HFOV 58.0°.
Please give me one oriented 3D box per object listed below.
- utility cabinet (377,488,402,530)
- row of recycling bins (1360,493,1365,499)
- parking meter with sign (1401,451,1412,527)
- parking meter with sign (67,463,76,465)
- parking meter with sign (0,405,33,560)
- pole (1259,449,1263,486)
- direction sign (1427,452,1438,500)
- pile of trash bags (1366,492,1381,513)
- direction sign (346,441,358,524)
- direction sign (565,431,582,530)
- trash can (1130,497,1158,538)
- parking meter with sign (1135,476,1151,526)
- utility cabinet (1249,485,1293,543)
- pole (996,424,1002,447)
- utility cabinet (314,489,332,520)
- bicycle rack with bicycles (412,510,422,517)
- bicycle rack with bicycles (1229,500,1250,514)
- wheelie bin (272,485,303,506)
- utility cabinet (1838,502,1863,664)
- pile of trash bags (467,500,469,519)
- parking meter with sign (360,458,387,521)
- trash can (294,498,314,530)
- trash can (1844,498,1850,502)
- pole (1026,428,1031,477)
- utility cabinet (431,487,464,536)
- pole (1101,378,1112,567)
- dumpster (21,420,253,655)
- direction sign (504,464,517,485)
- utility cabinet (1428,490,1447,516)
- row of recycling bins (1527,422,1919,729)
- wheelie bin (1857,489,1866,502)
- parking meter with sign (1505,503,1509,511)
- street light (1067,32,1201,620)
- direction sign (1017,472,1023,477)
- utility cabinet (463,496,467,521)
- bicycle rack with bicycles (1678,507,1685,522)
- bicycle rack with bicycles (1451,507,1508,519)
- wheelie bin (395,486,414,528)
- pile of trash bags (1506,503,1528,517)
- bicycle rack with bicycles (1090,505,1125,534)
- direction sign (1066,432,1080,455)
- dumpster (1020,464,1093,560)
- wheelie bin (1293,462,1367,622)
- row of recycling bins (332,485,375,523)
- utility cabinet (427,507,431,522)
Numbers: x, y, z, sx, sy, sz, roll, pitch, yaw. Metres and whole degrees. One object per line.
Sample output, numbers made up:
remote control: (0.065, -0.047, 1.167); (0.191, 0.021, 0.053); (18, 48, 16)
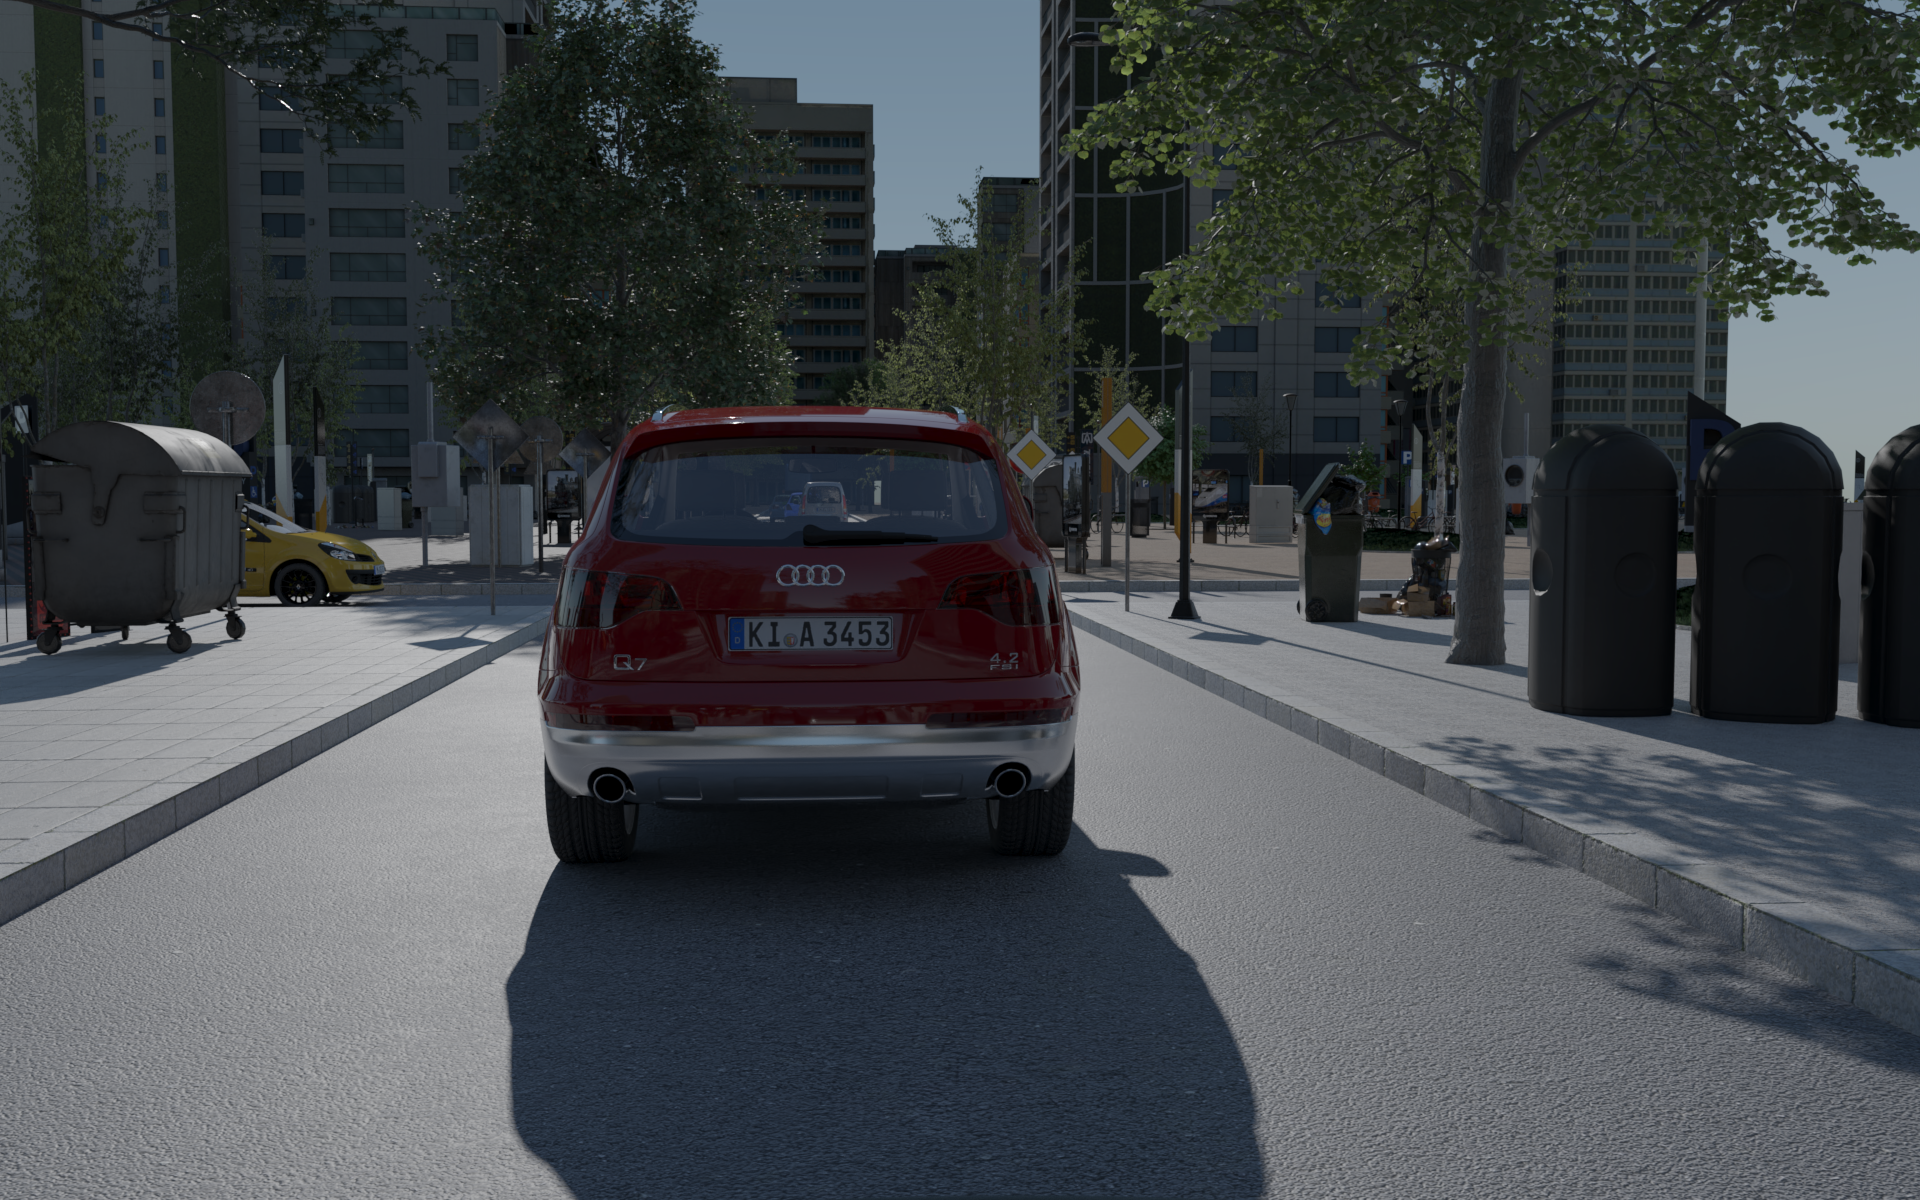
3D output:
utility cabinet: (-20.009, -3.187, 60.781); (1.173, 1.500, 0.318); (3, 5, 44)
row of recycling bins: (22.010, -5.496, 96.980); (1.069, 1.692, 3.534); (0, 4, -1)
parking meter with sign: (17.954, -4.446, 68.947); (0.543, 3.016, 1.738); (0, 4, 5)
parking meter with sign: (-21.955, -2.865, 43.109); (0.543, 3.016, 1.738); (1, 4, 20)
parking meter with sign: (-18.948, -2.281, 33.552); (0.543, 3.016, 1.738); (3, 4, 37)
pole: (13.664, -5.185, 78.624); (0.158, 3.312, 0.155); (0, 3, 0)
direction sign: (25.265, -6.146, 92.480); (0.876, 3.537, 0.379); (-2, 4, -33)
pile of trash bags: (17.250, -4.161, 77.793); (3.447, 1.369, 1.912); (-1, 4, -11)
direction sign: (-26.092, -5.038, 74.374); (0.876, 3.537, 0.379); (3, 5, 43)
direction sign: (-13.634, -4.274, 61.876); (0.876, 3.537, 0.379); (0, 4, -7)
trash can: (5.274, -2.406, 50.991); (0.748, 1.137, 0.748); (0, 3, 0)
parking meter with sign: (7.367, -4.489, 69.655); (0.543, 3.016, 1.738); (-1, 4, -13)
utility cabinet: (8.035, -2.203, 44.690); (1.173, 1.500, 0.318); (-2, 4, -28)
pole: (1.141, -3.477, 50.691); (0.158, 3.312, 0.155); (0, 3, 0)
utility cabinet: (-30.511, -4.561, 83.254); (0.318, 1.500, 1.173); (1, 4, 18)
bicycle rack with bicycles: (-31.284, -5.135, 97.337); (2.852, 0.926, 2.925); (-1, 4, -18)
bicycle rack with bicycles: (16.014, -5.109, 96.909); (2.852, 0.926, 2.925); (-2, 4, -24)
wheelie bin: (-22.995, -3.143, 59.301); (0.980, 1.594, 0.693); (-2, 4, -31)
utility cabinet: (6.387, -0.117, 13.078); (1.020, 1.237, 0.306); (-2, 4, -24)
pile of trash bags: (-24.420, -4.973, 91.058); (3.447, 1.369, 1.912); (1, 4, 10)
parking meter with sign: (-27.852, -5.314, 83.149); (1.738, 3.016, 0.543); (-1, 4, -16)
trash can: (-21.509, -2.753, 56.658); (0.748, 1.137, 0.748); (0, 3, 0)
trash can: (29.677, -2.873, 58.625); (0.748, 1.137, 0.748); (0, 3, 0)
pole: (2.114, -3.656, 53.626); (0.158, 3.312, 0.155); (0, 3, 0)
utility cabinet: (-15.615, -2.697, 52.767); (1.173, 1.500, 0.318); (2, 4, 35)
pole: (2.575, -2.240, 30.467); (0.158, 3.312, 0.155); (0, 3, 0)
dumpster: (-6.845, -0.535, 14.514); (1.264, 1.857, 1.865); (0, 4, -5)
direction sign: (-17.560, -4.629, 67.675); (0.876, 3.537, 0.379); (3, 5, 44)
utility cabinet: (27.691, -5.628, 100.697); (1.173, 1.500, 0.318); (0, 4, 1)
row of recycling bins: (5.124, -0.171, 9.908); (3.534, 1.692, 1.069); (1, 4, 15)
wheelie bin: (33.156, -3.378, 63.142); (0.693, 1.594, 0.980); (0, 4, 7)
parking meter with sign: (32.136, -6.344, 99.987); (1.738, 3.016, 0.543); (-1, 4, -19)
street light: (1.777, -2.759, 17.656); (1.470, 5.913, 1.316); (0, 4, -5)
direction sign: (2.986, -5.455, 81.189); (0.379, 3.537, 0.876); (-3, 5, -40)
utility cabinet: (-24.090, -4.405, 83.181); (1.020, 1.237, 0.306); (3, 4, 38)
bicycle rack with bicycles: (35.148, -4.478, 86.595); (2.925, 0.926, 2.852); (0, 4, -1)
bicycle rack with bicycles: (23.725, -4.028, 79.245); (2.852, 0.926, 2.925); (0, 4, -1)
wheelie bin: (-20.968, -3.498, 65.093); (0.980, 1.594, 0.693); (2, 4, 30)
pile of trash bags: (30.400, -4.952, 90.723); (3.447, 1.369, 1.912); (2, 4, 32)
bicycle rack with bicycles: (4.206, -2.646, 56.652); (2.852, 0.926, 2.925); (3, 4, 38)
direction sign: (4.311, -4.359, 63.268); (0.876, 3.537, 0.379); (1, 4, 12)
dumpster: (1.931, -1.757, 34.480); (1.264, 1.857, 1.865); (0, 4, -5)
wheelie bin: (3.763, -0.591, 17.578); (0.693, 1.594, 0.980); (0, 4, 3)
row of recycling bins: (-27.073, -4.301, 77.427); (1.069, 1.692, 3.534); (0, 4, 1)
utility cabinet: (-24.079, -4.182, 79.537); (0.306, 1.237, 1.020); (3, 5, 45)
